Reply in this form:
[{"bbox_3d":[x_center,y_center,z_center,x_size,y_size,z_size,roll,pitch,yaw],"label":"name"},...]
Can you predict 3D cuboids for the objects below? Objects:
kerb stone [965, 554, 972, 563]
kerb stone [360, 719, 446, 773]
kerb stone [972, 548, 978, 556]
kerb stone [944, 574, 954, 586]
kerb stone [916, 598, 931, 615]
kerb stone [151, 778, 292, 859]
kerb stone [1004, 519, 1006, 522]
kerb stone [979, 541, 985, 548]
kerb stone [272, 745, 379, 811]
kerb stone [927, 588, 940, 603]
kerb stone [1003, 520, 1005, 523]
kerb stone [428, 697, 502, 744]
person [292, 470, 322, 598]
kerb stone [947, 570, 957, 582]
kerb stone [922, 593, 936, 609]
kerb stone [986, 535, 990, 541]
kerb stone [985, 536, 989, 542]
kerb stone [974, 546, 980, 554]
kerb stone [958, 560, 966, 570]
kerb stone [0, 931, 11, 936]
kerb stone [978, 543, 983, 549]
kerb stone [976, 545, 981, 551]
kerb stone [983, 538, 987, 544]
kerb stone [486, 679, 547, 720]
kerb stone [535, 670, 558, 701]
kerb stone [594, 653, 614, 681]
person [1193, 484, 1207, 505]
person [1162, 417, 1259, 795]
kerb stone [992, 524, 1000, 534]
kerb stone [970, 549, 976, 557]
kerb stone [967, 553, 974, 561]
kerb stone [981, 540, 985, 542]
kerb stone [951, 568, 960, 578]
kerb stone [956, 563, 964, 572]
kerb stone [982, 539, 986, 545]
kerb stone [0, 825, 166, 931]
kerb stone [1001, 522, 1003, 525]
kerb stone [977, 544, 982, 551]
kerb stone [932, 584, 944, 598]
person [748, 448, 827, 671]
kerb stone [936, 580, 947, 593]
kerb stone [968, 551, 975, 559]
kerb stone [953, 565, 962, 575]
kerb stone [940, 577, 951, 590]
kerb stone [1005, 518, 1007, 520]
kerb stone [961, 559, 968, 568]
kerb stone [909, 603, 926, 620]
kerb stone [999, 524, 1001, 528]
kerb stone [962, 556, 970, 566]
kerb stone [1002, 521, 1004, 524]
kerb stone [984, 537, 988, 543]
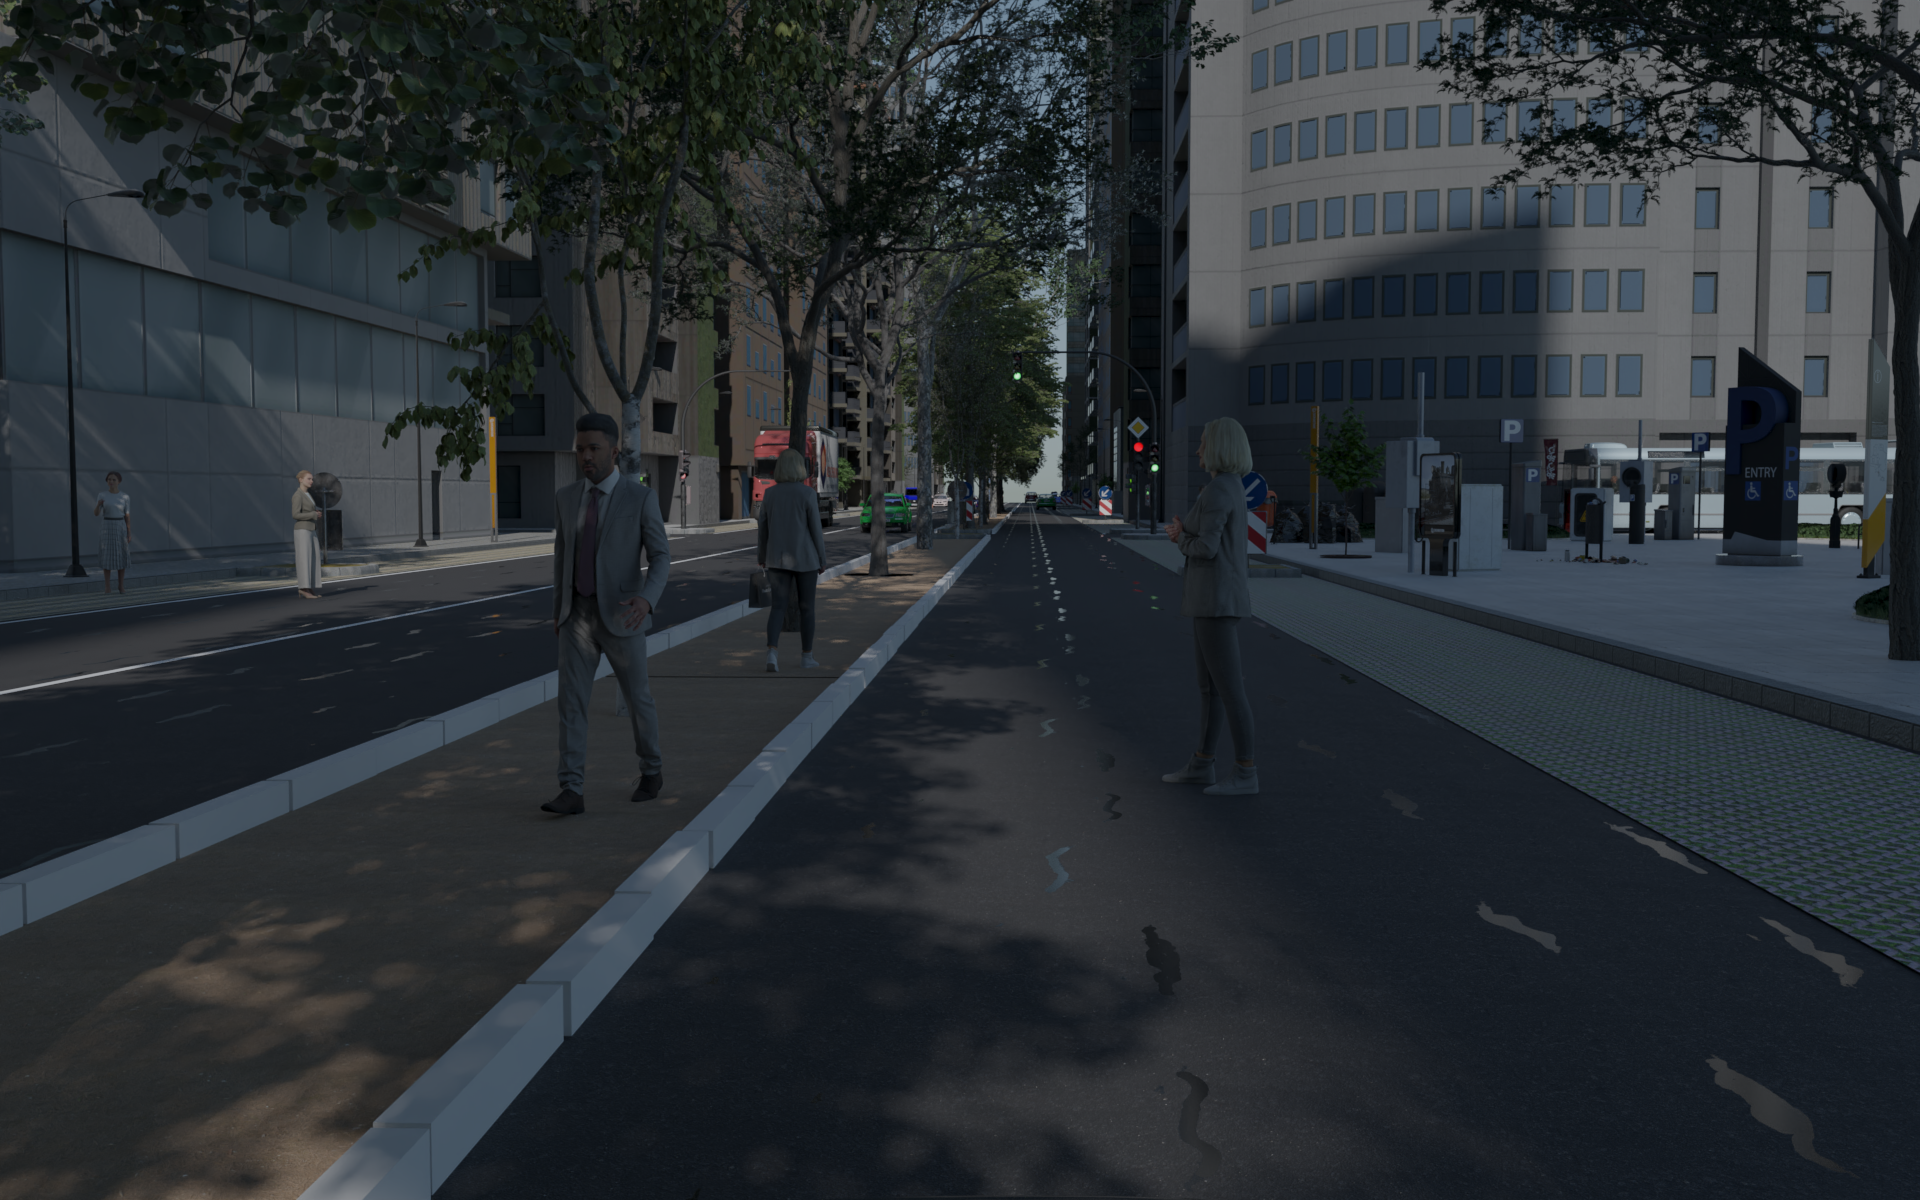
[{"bbox_3d":[0.116,-0.772,34.818,0.120,0.150,1.000,0,4,2],"label":"kerb stone"},{"bbox_3d":[-3.005,0.792,9.302,0.120,0.150,1.000,0,4,2],"label":"kerb stone"},{"bbox_3d":[0.281,-1.022,38.912,0.120,0.150,1.000,0,4,2],"label":"kerb stone"},{"bbox_3d":[-0.210,-0.263,26.619,0.120,0.150,1.000,0,4,2],"label":"kerb stone"},{"bbox_3d":[-0.459,0.109,20.469,0.120,0.150,1.000,0,4,2],"label":"kerb stone"},{"bbox_3d":[-3.084,0.915,7.255,0.120,0.150,1.000,0,4,2],"label":"kerb stone"},{"bbox_3d":[1.969,-3.625,81.459,0.120,0.150,1.000,0,4,2],"label":"kerb stone"},{"bbox_3d":[0.493,-1.336,44.041,0.120,0.150,1.000,0,4,2],"label":"kerb stone"},{"bbox_3d":[-3.037,0.851,8.279,0.120,0.150,1.000,0,4,2],"label":"kerb stone"},{"bbox_3d":[-0.374,-0.020,22.525,0.120,0.150,1.000,0,4,2],"label":"kerb stone"},{"bbox_3d":[1.846,-3.437,78.383,0.120,0.150,1.000,0,4,2],"label":"kerb stone"},{"bbox_3d":[-2.961,0.726,10.325,0.120,0.150,1.000,0,4,2],"label":"kerb stone"},{"bbox_3d":[-8.935,-0.899,23.755,0.362,1.759,0.519,0,4,-1],"label":"person"},{"bbox_3d":[-0.169,-0.333,27.652,0.120,0.150,1.000,0,4,2],"label":"kerb stone"},{"bbox_3d":[-0.414,0.043,21.499,0.120,0.150,1.000,0,4,2],"label":"kerb stone"},{"bbox_3d":[0.724,-1.712,50.188,0.120,0.150,1.000,0,4,2],"label":"kerb stone"},{"bbox_3d":[0.686,-1.650,49.166,0.120,0.150,1.000,0,4,2],"label":"kerb stone"},{"bbox_3d":[0.318,-1.085,39.943,0.120,0.150,1.000,0,4,2],"label":"kerb stone"},{"bbox_3d":[-0.010,-0.584,31.747,0.120,0.150,1.000,0,4,2],"label":"kerb stone"},{"bbox_3d":[-3.164,1.039,5.202,0.120,0.150,1.000,0,4,2],"label":"kerb stone"},{"bbox_3d":[0.444,-1.274,43.020,0.120,0.150,1.000,0,4,2],"label":"kerb stone"},{"bbox_3d":[0.356,-1.148,40.969,0.120,0.150,1.000,0,4,2],"label":"kerb stone"},{"bbox_3d":[0.601,-1.523,47.115,0.120,0.150,1.000,0,4,2],"label":"kerb stone"},{"bbox_3d":[-2.929,0.663,11.362,0.120,0.150,1.000,0,4,2],"label":"kerb stone"},{"bbox_3d":[-2.884,0.601,12.383,0.120,0.150,1.000,0,4,2],"label":"kerb stone"},{"bbox_3d":[-2.840,0.538,13.404,0.120,0.150,1.000,0,4,2],"label":"kerb stone"},{"bbox_3d":[6.351,-2.190,45.307,0.522,1.701,0.512,2,4,24],"label":"person"},{"bbox_3d":[1.179,0.022,8.328,0.526,1.800,0.537,1,4,23],"label":"person"},{"bbox_3d":[1.400,-2.747,67.101,0.120,0.150,1.000,0,4,2],"label":"kerb stone"},{"bbox_3d":[0.230,-0.960,37.891,0.120,0.150,1.000,0,4,2],"label":"kerb stone"},{"bbox_3d":[0.154,-0.835,35.845,0.120,0.150,1.000,0,4,2],"label":"kerb stone"},{"bbox_3d":[0.523,-1.399,45.063,0.120,0.150,1.000,0,4,2],"label":"kerb stone"},{"bbox_3d":[-0.130,-0.393,28.682,0.120,0.150,1.000,0,4,2],"label":"kerb stone"},{"bbox_3d":[-0.050,-0.515,30.725,0.120,0.150,1.000,0,4,2],"label":"kerb stone"},{"bbox_3d":[0.560,-1.461,46.085,0.120,0.150,1.000,0,4,2],"label":"kerb stone"},{"bbox_3d":[-3.125,0.979,6.225,0.120,0.150,1.000,0,4,2],"label":"kerb stone"},{"bbox_3d":[1.640,-3.123,73.260,0.120,0.150,1.000,0,4,2],"label":"kerb stone"},{"bbox_3d":[0.402,-1.210,41.999,0.120,0.150,1.000,0,4,2],"label":"kerb stone"},{"bbox_3d":[-0.342,-0.079,23.552,0.120,0.150,1.000,0,4,2],"label":"kerb stone"},{"bbox_3d":[-1.444,-0.328,14.047,0.709,1.800,0.728,1,4,18],"label":"person"},{"bbox_3d":[-0.300,-0.143,24.573,0.120,0.150,1.000,0,4,2],"label":"kerb stone"},{"bbox_3d":[0.195,-0.897,36.869,0.120,0.150,1.000,0,4,2],"label":"kerb stone"},{"bbox_3d":[-0.091,-0.455,29.703,0.120,0.150,1.000,0,4,2],"label":"kerb stone"},{"bbox_3d":[-0.260,-0.208,25.597,0.120,0.150,1.000,0,4,2],"label":"kerb stone"},{"bbox_3d":[2.086,-3.811,84.522,0.120,0.150,1.000,0,4,2],"label":"kerb stone"},{"bbox_3d":[0.024,-0.641,32.770,0.120,0.150,1.000,0,4,2],"label":"kerb stone"},{"bbox_3d":[-0.505,0.169,19.433,0.120,0.150,1.000,0,4,2],"label":"kerb stone"},{"bbox_3d":[1.437,-2.810,68.131,0.120,0.150,1.000,0,4,2],"label":"kerb stone"},{"bbox_3d":[0.073,-0.710,33.797,0.120,0.150,1.000,0,4,2],"label":"kerb stone"},{"bbox_3d":[1.721,-3.246,75.306,0.120,0.150,1.000,0,4,2],"label":"kerb stone"},{"bbox_3d":[0.645,-1.587,48.137,0.120,0.150,1.000,0,4,2],"label":"kerb stone"}]
